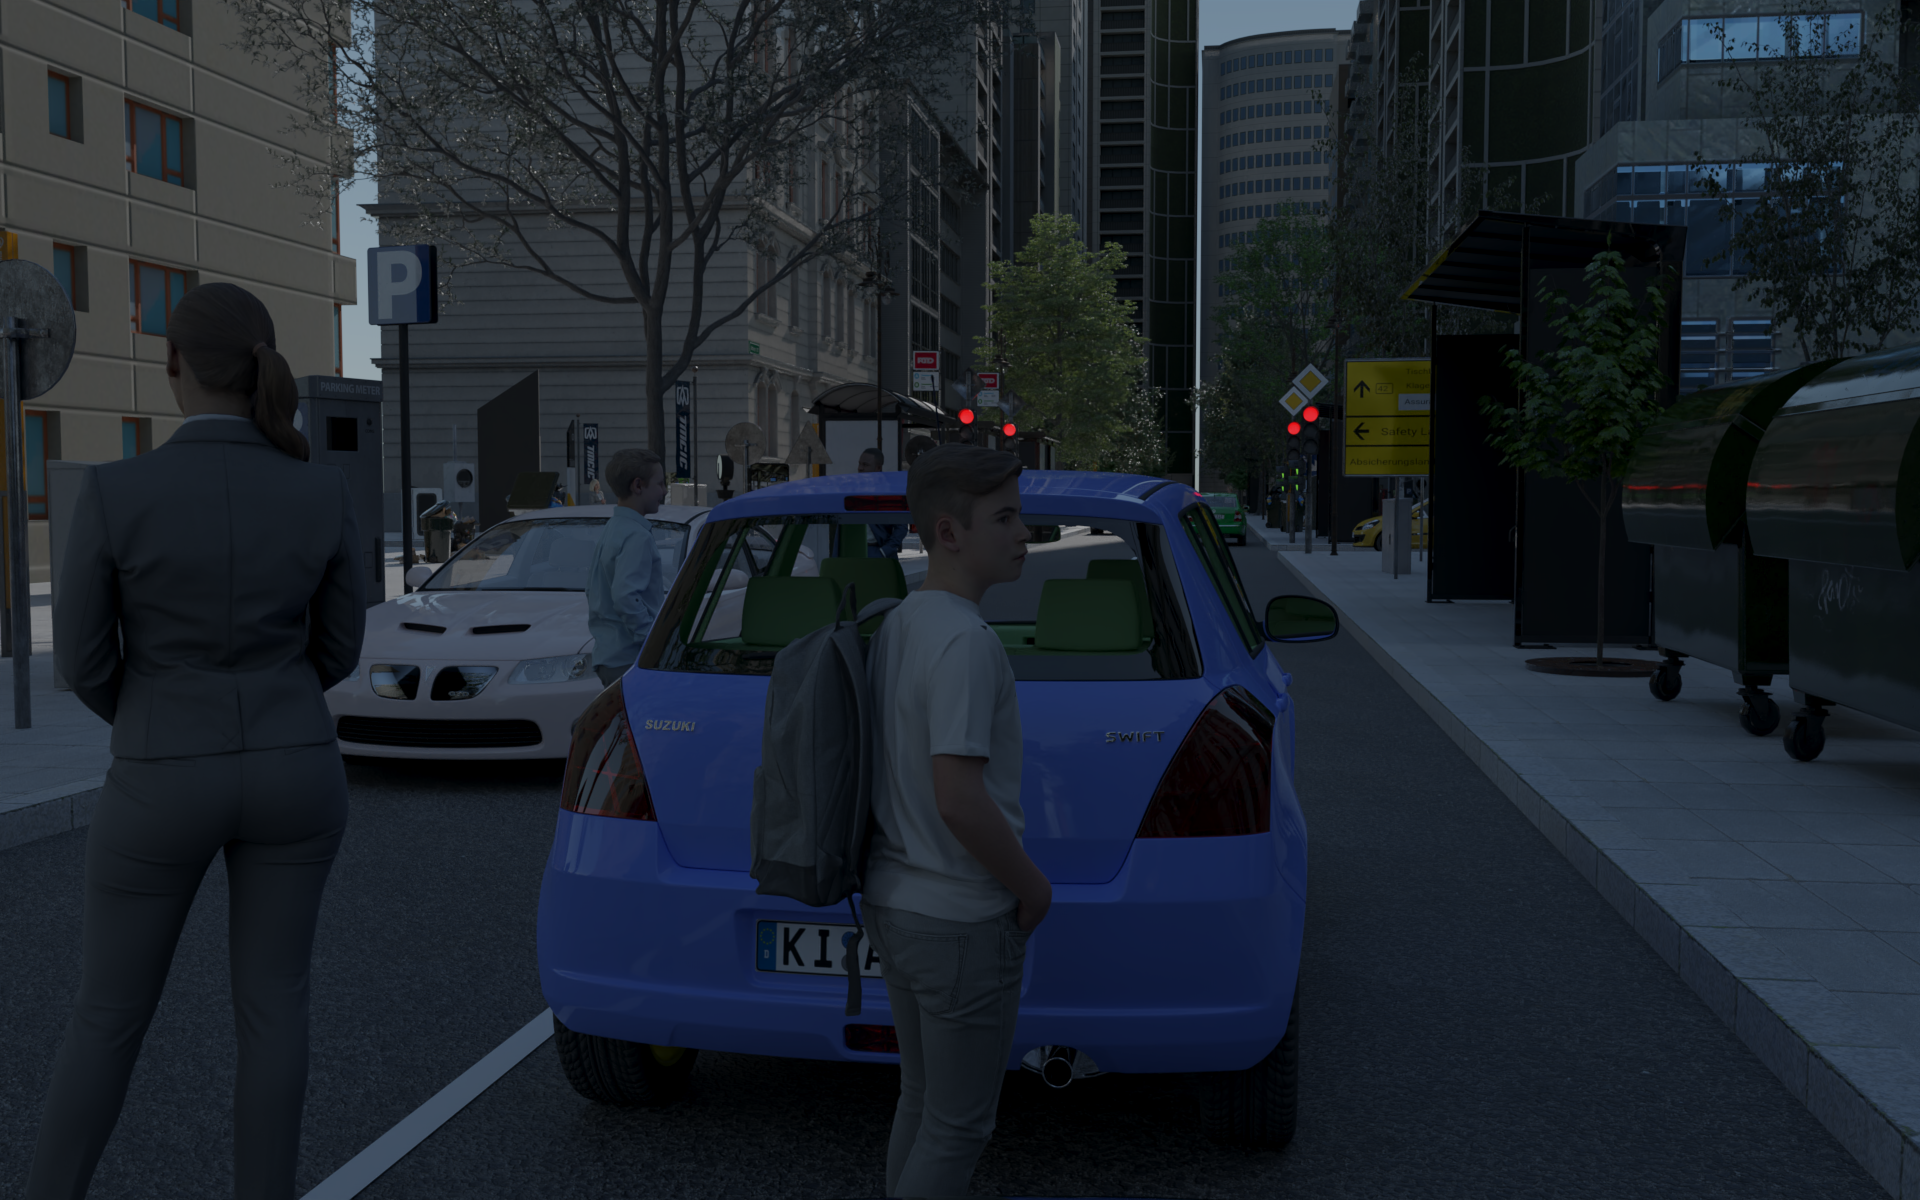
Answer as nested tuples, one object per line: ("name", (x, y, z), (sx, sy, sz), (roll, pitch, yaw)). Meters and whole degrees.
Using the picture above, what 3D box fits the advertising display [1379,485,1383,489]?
("advertising display", (28.498, -6.861, 117.397), (0.123, 1.923, 0.974), (2, 4, 28))

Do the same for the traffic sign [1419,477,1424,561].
("traffic sign", (8.773, -1.882, 32.894), (0.606, 2.300, 0.079), (1, 4, 13))

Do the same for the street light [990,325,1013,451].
("street light", (1.136, -4.565, 47.422), (0.468, 5.910, 1.993), (1, 4, 8))

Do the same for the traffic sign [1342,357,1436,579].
("traffic sign", (6.881, -1.960, 25.912), (2.265, 3.308, 0.079), (1, 4, 12))

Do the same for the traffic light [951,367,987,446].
("traffic light", (0.206, -3.019, 38.287), (0.839, 4.253, 0.868), (1, 4, 8))

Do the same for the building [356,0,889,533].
("building", (-11.250, -17.099, 66.955), (14.401, 28.519, 23.554), (1, 4, 8))

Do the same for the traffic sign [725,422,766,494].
("traffic sign", (-3.796, -1.866, 30.615), (0.768, 2.556, 0.104), (1, 4, 12))

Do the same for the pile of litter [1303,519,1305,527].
("pile of litter", (13.183, -3.254, 67.168), (1.719, 0.858, 1.176), (0, 4, 1))

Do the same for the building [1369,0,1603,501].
("building", (40.058, -42.203, 128.272), (20.563, 71.187, 20.611), (1, 4, 8))

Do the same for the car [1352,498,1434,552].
("car", (11.334, -1.883, 41.014), (3.980, 1.641, 2.015), (1, 4, 9))

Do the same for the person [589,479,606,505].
("person", (-8.971, -2.101, 43.038), (0.526, 1.800, 0.537), (2, 4, 33))

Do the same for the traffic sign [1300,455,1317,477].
("traffic sign", (10.264, -3.102, 50.824), (0.768, 2.556, 0.104), (1, 4, 13))

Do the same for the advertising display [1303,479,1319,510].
("advertising display", (14.981, -4.214, 74.108), (0.974, 1.923, 0.123), (-1, 4, -22))

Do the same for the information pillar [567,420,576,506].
("information pillar", (-12.174, -3.847, 54.255), (0.183, 3.616, 0.504), (1, 4, 9))

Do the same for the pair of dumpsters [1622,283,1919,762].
("pair of dumpsters", (4.610, -0.374, 8.607), (1.574, 2.255, 4.437), (1, 4, 8))

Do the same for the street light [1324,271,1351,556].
("street light", (7.821, -3.868, 36.030), (0.468, 5.910, 1.993), (1, 4, 8))

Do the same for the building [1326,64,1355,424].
("building", (44.951, -32.213, 176.798), (14.600, 45.320, 14.200), (1, 4, 8))

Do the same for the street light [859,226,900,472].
("street light", (-1.397, -3.504, 30.082), (0.468, 5.910, 1.993), (1, 4, 8))

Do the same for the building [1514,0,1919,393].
("building", (35.937, -45.644, 58.946), (31.000, 86.520, 22.319), (1, 4, 8))

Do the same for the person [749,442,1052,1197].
("person", (-0.045, 0.509, 2.781), (0.503, 1.515, 0.523), (3, 4, 38))

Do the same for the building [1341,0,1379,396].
("building", (45.928, -32.675, 153.845), (23.786, 49.044, 30.456), (1, 4, 8))

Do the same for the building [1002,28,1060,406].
("building", (0.999, -28.508, 149.694), (14.154, 41.232, 14.086), (1, 4, 8))

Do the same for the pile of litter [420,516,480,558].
("pile of litter", (-9.905, -1.231, 34.096), (1.719, 0.858, 1.176), (3, 5, 43))

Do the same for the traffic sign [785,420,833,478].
("traffic sign", (-2.680, -1.872, 30.605), (0.884, 2.594, 0.081), (1, 4, 12))

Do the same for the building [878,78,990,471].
("building", (-7.297, -16.814, 93.977), (14.314, 24.678, 30.058), (1, 4, 8))

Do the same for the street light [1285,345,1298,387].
("street light", (10.326, -4.951, 53.735), (0.468, 5.910, 1.993), (1, 4, 8))

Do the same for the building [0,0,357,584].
("building", (-28.209, -10.841, 22.288), (28.899, 21.520, 27.650), (1, 4, 8))

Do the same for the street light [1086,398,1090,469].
("street light", (5.935, -6.589, 80.521), (0.468, 5.910, 1.993), (1, 4, 8))

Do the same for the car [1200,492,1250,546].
("car", (7.256, -2.476, 49.279), (1.959, 1.807, 4.718), (1, 4, 9))

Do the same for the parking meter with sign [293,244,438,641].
("parking meter with sign", (-4.235, -0.932, 11.500), (0.543, 3.016, 1.738), (1, 4, 22))

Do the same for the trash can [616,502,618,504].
("trash can", (-5.577, -1.123, 30.020), (0.748, 1.137, 0.748), (0, 3, 0))

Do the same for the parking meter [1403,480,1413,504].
("parking meter", (18.075, -3.932, 70.004), (0.399, 1.863, 0.255), (0, 4, -8))

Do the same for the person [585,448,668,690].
("person", (-1.226, 0.233, 6.505), (0.330, 1.601, 0.589), (-1, 4, -15))

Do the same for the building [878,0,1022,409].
("building", (2.243, -45.327, 179.352), (20.611, 71.187, 20.563), (1, 4, 8))

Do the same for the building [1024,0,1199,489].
("building", (19.830, -47.872, 220.957), (20.611, 71.187, 20.563), (1, 4, 8))

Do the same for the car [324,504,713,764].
("car", (-2.133, 0.111, 10.555), (2.083, 1.381, 4.827), (1, 4, 10))

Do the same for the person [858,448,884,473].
("person", (-0.769, -0.320, 13.923), (0.721, 1.800, 0.419), (1, 4, 18))

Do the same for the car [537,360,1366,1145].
("car", (0.165, 0.267, 5.226), (1.945, 1.707, 3.694), (1, 4, 10))

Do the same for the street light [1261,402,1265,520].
("street light", (15.160, -6.949, 86.400), (0.468, 5.910, 1.993), (1, 4, 8))

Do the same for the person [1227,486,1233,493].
("person", (9.944, -3.350, 63.944), (0.731, 1.740, 0.598), (3, 5, 41))

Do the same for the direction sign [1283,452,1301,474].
("direction sign", (16.703, -5.820, 87.148), (0.876, 3.537, 0.379), (1, 4, 17))

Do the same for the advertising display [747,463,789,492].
("advertising display", (-3.959, -1.871, 35.810), (0.974, 1.923, 0.123), (-3, 5, -40))

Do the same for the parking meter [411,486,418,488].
("parking meter", (-16.506, -2.693, 52.439), (0.372, 1.533, 0.369), (0, 3, 0))

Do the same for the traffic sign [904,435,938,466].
("traffic sign", (-0.835, -2.278, 37.355), (0.768, 2.556, 0.104), (1, 4, 13))

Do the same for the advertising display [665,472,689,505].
("advertising display", (-8.376, -2.783, 50.711), (0.974, 1.923, 0.123), (-3, 5, -40))

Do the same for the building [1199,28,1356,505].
("building", (44.489, -41.366, 218.332), (28.212, 58.520, 21.231), (1, 4, 8))

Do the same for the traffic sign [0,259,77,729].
("traffic sign", (-5.136, -0.569, 9.417), (0.768, 2.556, 0.104), (1, 4, 14))

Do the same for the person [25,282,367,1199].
("person", (-1.377, 0.348, 3.085), (0.573, 1.790, 0.520), (3, 5, 40))

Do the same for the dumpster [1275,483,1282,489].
("dumpster", (21.220, -6.820, 114.008), (1.502, 2.255, 1.985), (1, 4, 8))
